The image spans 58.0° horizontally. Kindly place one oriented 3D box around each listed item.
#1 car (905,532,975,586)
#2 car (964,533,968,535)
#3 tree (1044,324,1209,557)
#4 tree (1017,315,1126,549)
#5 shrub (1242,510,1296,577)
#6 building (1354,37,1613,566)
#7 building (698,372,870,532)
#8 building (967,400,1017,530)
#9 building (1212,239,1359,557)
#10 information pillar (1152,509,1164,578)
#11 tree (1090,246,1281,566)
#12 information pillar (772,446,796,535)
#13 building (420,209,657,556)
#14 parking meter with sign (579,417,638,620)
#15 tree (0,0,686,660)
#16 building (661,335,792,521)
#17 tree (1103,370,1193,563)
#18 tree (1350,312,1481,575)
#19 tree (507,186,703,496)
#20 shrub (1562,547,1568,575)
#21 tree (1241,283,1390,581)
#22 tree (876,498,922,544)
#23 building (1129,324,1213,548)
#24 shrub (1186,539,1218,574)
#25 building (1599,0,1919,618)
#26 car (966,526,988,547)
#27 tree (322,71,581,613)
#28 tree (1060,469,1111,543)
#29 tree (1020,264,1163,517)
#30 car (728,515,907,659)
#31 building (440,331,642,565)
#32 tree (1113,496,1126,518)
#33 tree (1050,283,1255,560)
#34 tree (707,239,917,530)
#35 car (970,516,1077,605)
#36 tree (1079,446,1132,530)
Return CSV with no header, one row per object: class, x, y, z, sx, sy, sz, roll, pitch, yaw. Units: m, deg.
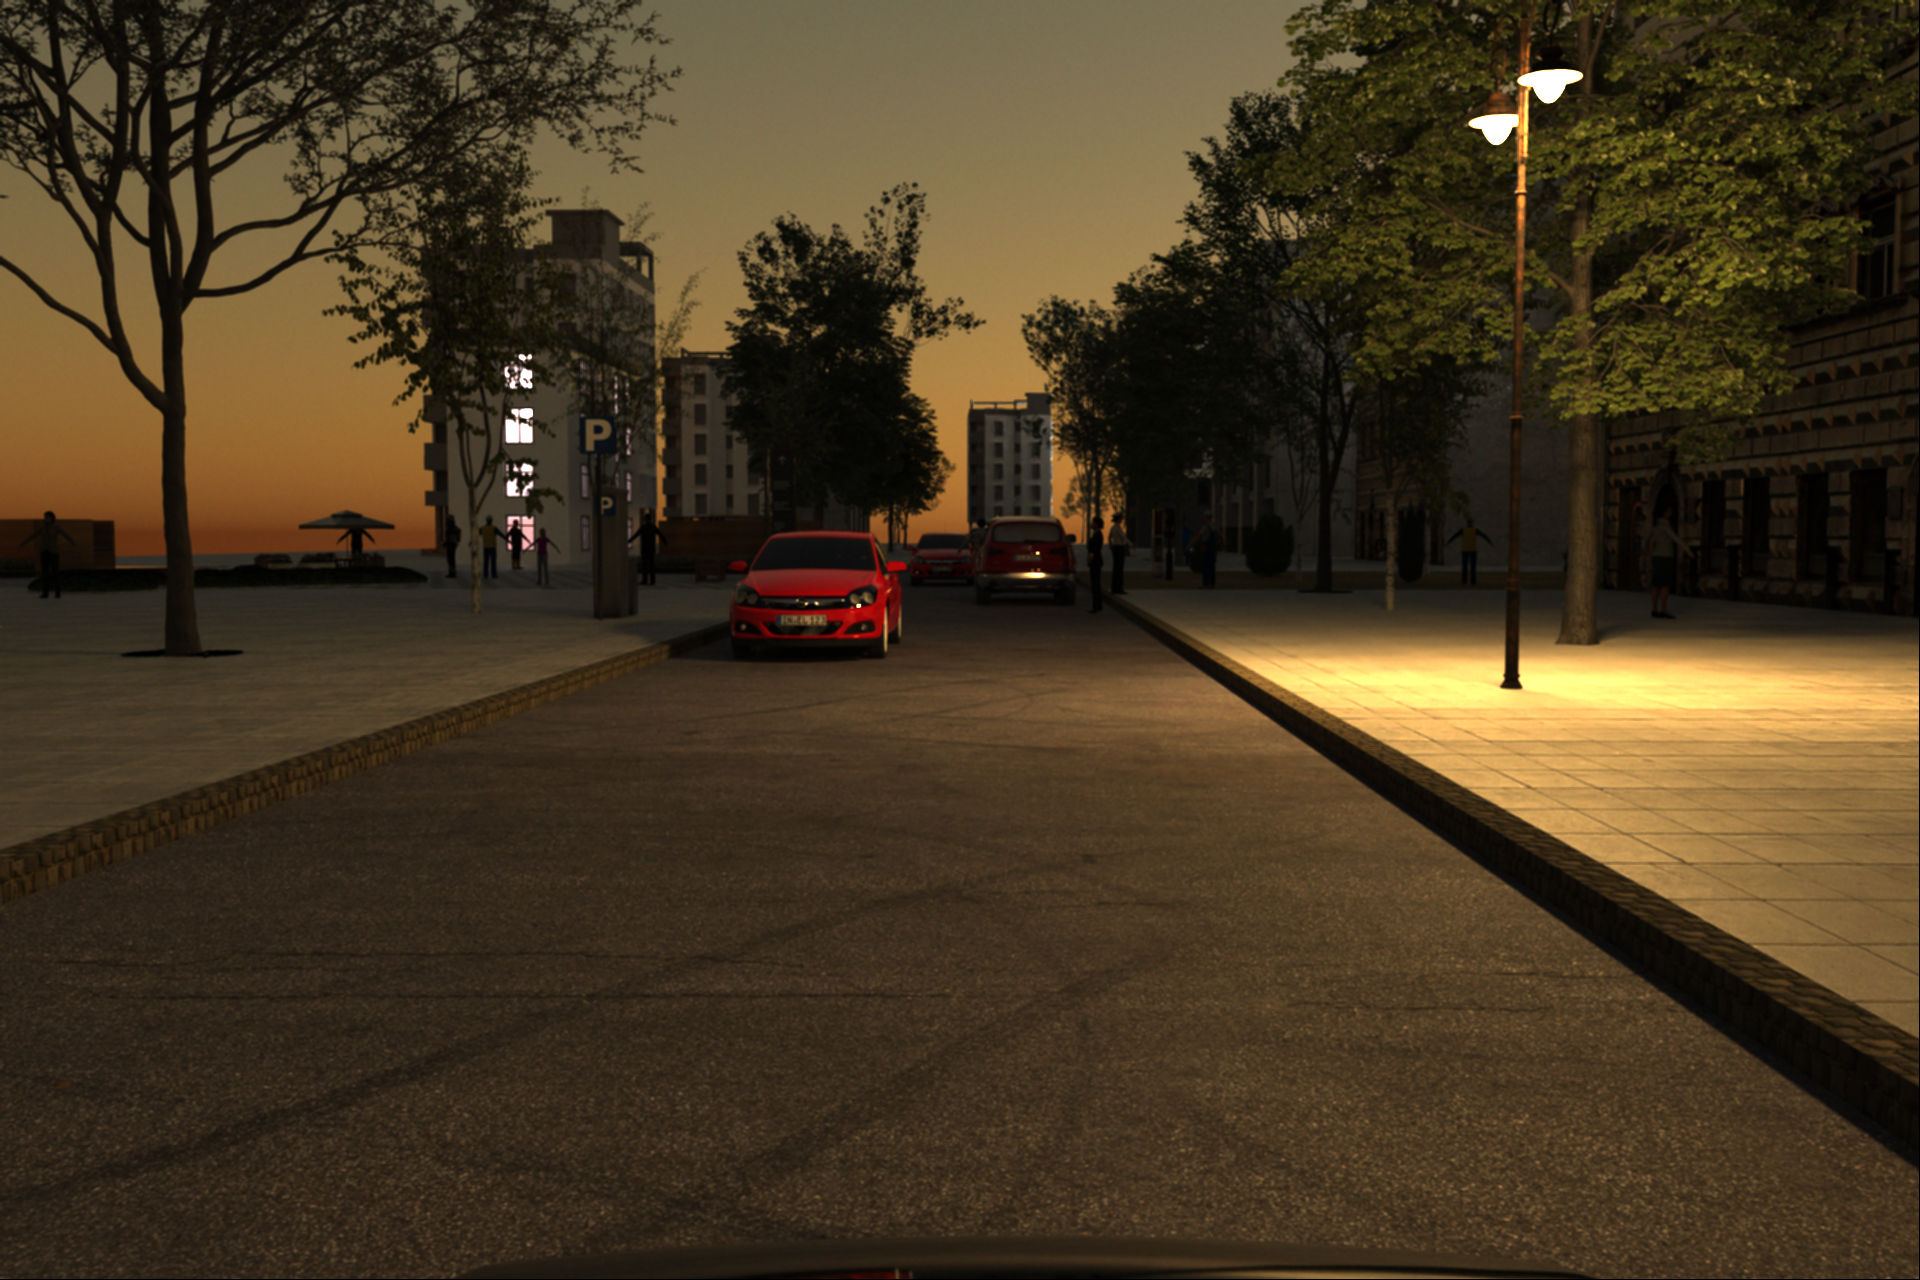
car,-0.450,-2.459,49.244,2.155,1.783,4.494,0,4,1
car,0.676,-6.831,121.286,1.945,1.707,3.694,0,4,1
tree,9.666,-11.533,98.934,12.009,13.543,11.850,0,3,0
tree,11.170,-17.714,145.519,12.611,20.169,13.585,0,3,0
shrub,9.300,-2.915,52.082,1.690,2.028,1.600,0,3,0
building,29.011,-15.114,78.047,19.493,23.208,18.063,0,4,2
building,-20.049,-20.682,204.613,16.747,18.905,31.486,0,4,1
building,1.348,-23.056,235.842,11.380,20.090,16.016,0,4,-1
building,26.599,-15.046,112.454,16.747,18.905,31.486,0,4,2
information pillar,5.821,-2.838,50.901,0.304,2.012,0.304,0,4,1
tree,8.874,-9.181,68.233,7.486,12.596,7.792,0,3,0
information pillar,-5.219,-3.796,51.438,0.750,3.857,0.750,0,4,2
building,-25.397,-15.049,102.469,16.016,20.090,11.380,0,4,1
parking meter with sign,-5.351,-1.859,26.649,0.543,3.016,1.738,0,4,2
tree,-8.297,-6.569,17.775,12.009,13.543,11.850,0,3,0
building,-22.301,-18.908,165.560,16.016,20.090,11.380,0,4,2
tree,8.480,-7.662,75.633,4.360,8.622,3.978,0,3,0
tree,14.304,-6.313,53.586,4.737,8.622,4.395,0,3,0
tree,-8.106,-5.338,37.633,4.360,8.622,3.978,0,3,0
shrub,17.889,-2.381,50.051,1.383,1.207,1.383,0,3,0
tree,9.277,-5.953,47.689,4.360,8.622,3.978,0,3,0
tree,-8.491,-18.927,235.217,9.928,11.665,9.643,0,3,0
building,30.695,-20.183,173.967,27.936,21.610,32.646,0,4,2
shrub,7.767,-2.716,55.527,1.383,1.207,1.383,0,3,0
building,23.923,-12.193,30.293,19.493,23.208,18.063,0,4,1
car,1.206,-4.226,77.775,2.281,1.827,5.304,0,4,2
tree,-7.885,-4.731,27.721,4.737,8.622,4.395,0,3,0
tree,17.084,-18.479,236.547,7.601,10.594,8.767,0,4,6
tree,10.909,-16.249,121.559,12.611,20.169,13.585,0,3,0
car,-1.698,-0.749,21.283,2.155,1.783,4.494,0,4,1
building,-20.258,-8.783,85.748,9.099,9.664,28.070,0,4,2
tree,23.072,-17.547,237.262,4.737,8.622,4.395,0,3,0
tree,9.477,-10.659,84.646,12.009,13.543,11.850,0,3,0
tree,-6.355,-10.405,76.773,9.857,13.997,8.962,0,3,0
car,1.355,-1.712,36.659,2.281,1.827,5.304,0,4,1
tree,10.140,-9.678,108.592,4.360,8.622,3.978,0,3,0
